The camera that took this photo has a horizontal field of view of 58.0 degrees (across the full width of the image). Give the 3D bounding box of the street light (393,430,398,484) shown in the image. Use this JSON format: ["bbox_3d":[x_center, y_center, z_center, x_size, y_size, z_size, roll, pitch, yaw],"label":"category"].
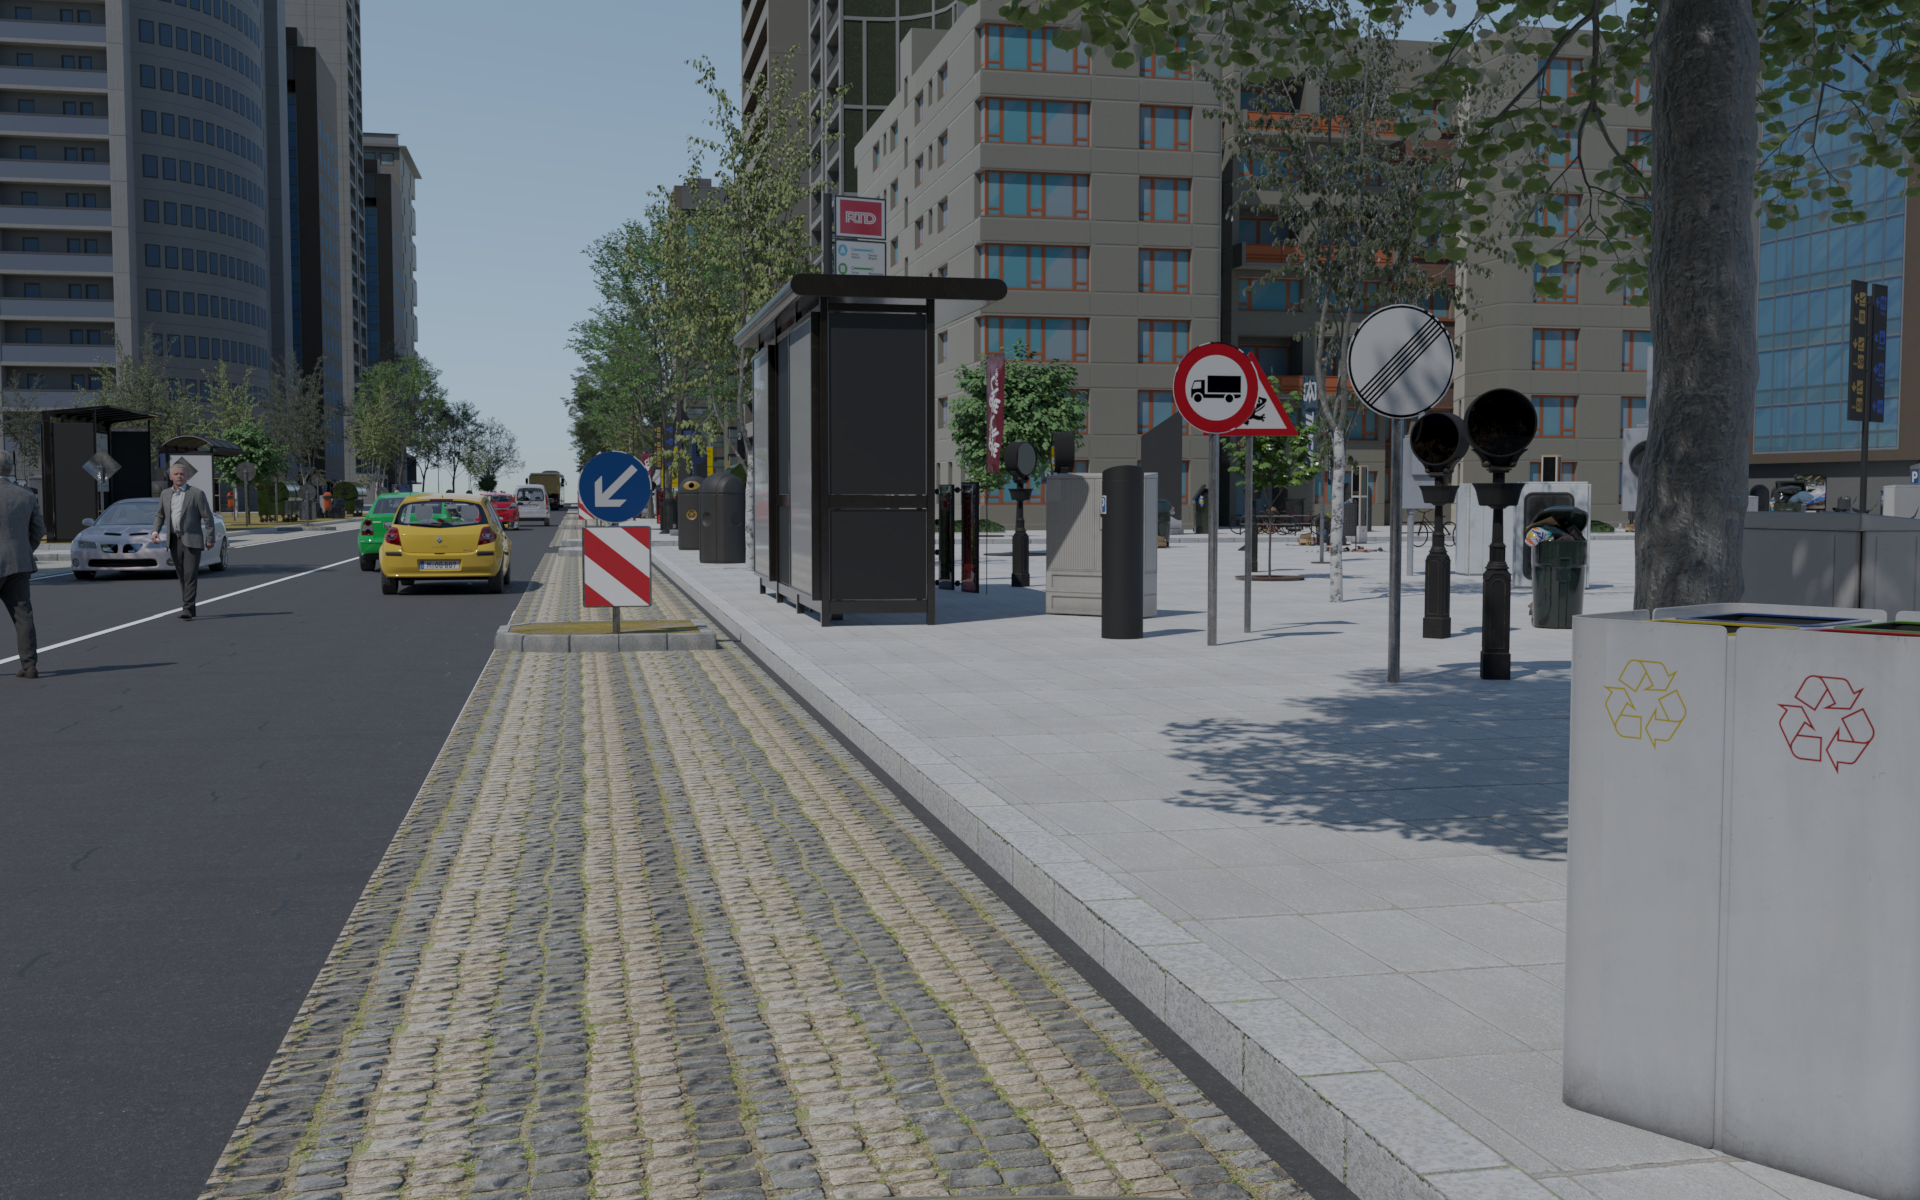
[{"bbox_3d":[-39.407,-9.063,120.972,0.468,5.910,1.993,-1,4,-12],"label":"street light"}]

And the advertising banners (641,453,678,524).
[{"bbox_3d":[-12.809,-4.785,74.421,2.074,3.025,0.090,1,4,23],"label":"advertising banners"}]

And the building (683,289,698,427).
[{"bbox_3d":[-30.055,-28.160,232.120,14.160,30.474,14.107,-1,4,-12],"label":"building"}]

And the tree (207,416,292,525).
[{"bbox_3d":[-29.838,-5.423,72.384,4.285,4.588,4.351,0,3,0],"label":"tree"}]

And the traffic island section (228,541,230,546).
[{"bbox_3d":[-20.722,-1.462,46.185,2.009,0.180,2.903,-1,4,-12],"label":"traffic island section"}]

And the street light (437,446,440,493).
[{"bbox_3d":[-47.641,-11.340,158.193,0.468,5.910,1.993,-1,4,-12],"label":"street light"}]

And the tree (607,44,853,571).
[{"bbox_3d":[-3.579,-4.798,28.815,4.737,8.622,4.395,0,3,0],"label":"tree"}]

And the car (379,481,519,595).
[{"bbox_3d":[-7.731,-0.979,26.228,2.015,1.641,3.980,-1,4,-12],"label":"car"}]

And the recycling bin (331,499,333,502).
[{"bbox_3d":[-39.805,-5.933,109.562,0.722,1.027,0.722,-1,4,-11],"label":"recycling bin"}]

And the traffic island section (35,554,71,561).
[{"bbox_3d":[-18.999,-0.985,38.387,2.009,0.180,2.903,-1,4,-12],"label":"traffic island section"}]

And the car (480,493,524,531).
[{"bbox_3d":[-18.570,-3.687,69.323,2.155,1.783,4.494,-1,4,-14],"label":"car"}]

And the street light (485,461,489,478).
[{"bbox_3d":[-65.460,-16.319,239.598,0.468,5.910,1.993,-1,4,-12],"label":"street light"}]

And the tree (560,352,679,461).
[{"bbox_3d":[-26.232,-13.975,135.148,9.857,13.997,8.962,0,3,0],"label":"tree"}]

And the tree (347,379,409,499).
[{"bbox_3d":[-37.424,-9.823,110.966,4.737,8.622,4.395,0,3,0],"label":"tree"}]

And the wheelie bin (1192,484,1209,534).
[{"bbox_3d":[7.846,-2.928,55.788,0.693,1.594,0.980,0,4,-1],"label":"wheelie bin"}]

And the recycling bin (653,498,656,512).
[{"bbox_3d":[-21.219,-6.695,122.016,0.722,1.027,0.722,1,4,12],"label":"recycling bin"}]

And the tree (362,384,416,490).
[{"bbox_3d":[-38.780,-10.151,116.326,4.360,8.622,3.978,0,3,0],"label":"tree"}]

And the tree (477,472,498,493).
[{"bbox_3d":[-69.605,-16.601,255.136,4.285,4.588,4.351,0,3,0],"label":"tree"}]

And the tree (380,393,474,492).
[{"bbox_3d":[-46.467,-13.155,149.492,8.767,10.594,7.601,-1,4,-23],"label":"tree"}]

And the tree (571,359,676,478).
[{"bbox_3d":[-22.430,-11.077,115.523,7.601,10.594,8.767,0,4,-3],"label":"tree"}]

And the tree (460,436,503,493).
[{"bbox_3d":[-57.984,-15.648,206.208,4.737,8.622,4.395,0,3,0],"label":"tree"}]

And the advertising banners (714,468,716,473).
[{"bbox_3d":[-16.047,-7.394,117.075,2.074,3.025,0.090,-2,4,-33],"label":"advertising banners"}]

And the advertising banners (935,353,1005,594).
[{"bbox_3d":[0.122,-1.612,22.536,0.090,3.025,2.074,-2,4,-25],"label":"advertising banners"}]

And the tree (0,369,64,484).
[{"bbox_3d":[-55.576,-9.355,103.321,4.360,8.622,3.978,0,3,0],"label":"tree"}]

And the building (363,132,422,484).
[{"bbox_3d":[-94.333,-40.636,253.642,28.713,52.752,27.495,-1,4,-12],"label":"building"}]

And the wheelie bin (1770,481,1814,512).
[{"bbox_3d":[19.431,-1.994,40.515,0.980,1.594,0.693,3,4,36],"label":"wheelie bin"}]

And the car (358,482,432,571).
[{"bbox_3d":[-10.558,-1.523,33.698,1.959,1.807,4.718,-1,4,-12],"label":"car"}]

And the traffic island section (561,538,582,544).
[{"bbox_3d":[-10.135,-1.604,48.512,2.009,0.180,2.903,-1,4,-12],"label":"traffic island section"}]

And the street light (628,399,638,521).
[{"bbox_3d":[-15.671,-6.751,83.168,0.468,5.910,1.993,-1,4,-12],"label":"street light"}]

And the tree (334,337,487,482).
[{"bbox_3d":[-44.111,-13.808,136.129,12.009,13.543,11.850,0,3,0],"label":"tree"}]

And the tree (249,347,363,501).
[{"bbox_3d":[-32.696,-8.303,86.118,4.360,8.622,3.978,0,3,0],"label":"tree"}]

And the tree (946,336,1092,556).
[{"bbox_3d":[1.177,-3.207,36.141,4.285,4.588,4.351,0,3,0],"label":"tree"}]

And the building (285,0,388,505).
[{"bbox_3d":[-83.029,-47.541,215.539,20.563,71.187,20.611,-1,4,-12],"label":"building"}]

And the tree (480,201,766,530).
[{"bbox_3d":[-10.415,-8.319,61.772,9.928,11.665,9.643,0,3,0],"label":"tree"}]

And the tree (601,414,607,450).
[{"bbox_3d":[-20.616,-9.648,108.107,4.737,8.622,4.395,0,3,0],"label":"tree"}]

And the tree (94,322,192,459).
[{"bbox_3d":[-35.384,-7.603,74.666,4.360,8.622,3.978,0,3,0],"label":"tree"}]

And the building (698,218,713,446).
[{"bbox_3d":[-19.694,-25.137,182.693,14.160,30.474,14.107,-1,4,-12],"label":"building"}]

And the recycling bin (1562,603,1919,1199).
[{"bbox_3d":[1.754,0.549,3.575,0.722,1.027,0.722,-3,5,-40],"label":"recycling bin"}]

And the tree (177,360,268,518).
[{"bbox_3d":[-39.429,-8.792,94.106,4.737,8.622,4.395,0,3,0],"label":"tree"}]

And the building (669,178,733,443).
[{"bbox_3d":[-33.746,-36.429,245.717,14.600,45.320,14.200,-1,4,-12],"label":"building"}]

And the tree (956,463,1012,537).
[{"bbox_3d":[0.854,-3.498,51.787,1.663,3.219,1.824,0,3,0],"label":"tree"}]

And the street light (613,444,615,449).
[{"bbox_3d":[-24.269,-9.094,121.467,0.468,5.910,1.993,-1,4,-12],"label":"street light"}]

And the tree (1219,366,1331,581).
[{"bbox_3d":[4.520,-1.905,25.745,1.663,3.219,1.824,0,3,0],"label":"tree"}]

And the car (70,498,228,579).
[{"bbox_3d":[-14.348,-1.131,30.858,2.083,1.381,4.827,-1,4,-12],"label":"car"}]

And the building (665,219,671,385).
[{"bbox_3d":[-34.229,-37.509,267.897,22.147,44.769,28.867,-1,4,-12],"label":"building"}]

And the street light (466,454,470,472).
[{"bbox_3d":[-57.218,-14.007,201.806,0.468,5.910,1.993,-1,4,-12],"label":"street light"}]

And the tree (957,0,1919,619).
[{"bbox_3d":[2.154,-5.317,5.064,7.486,12.596,7.792,0,3,0],"label":"tree"}]

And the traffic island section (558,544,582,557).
[{"bbox_3d":[-8.411,-1.127,40.714,2.009,0.180,2.903,-1,4,-12],"label":"traffic island section"}]

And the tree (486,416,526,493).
[{"bbox_3d":[-73.104,-21.972,269.607,12.009,13.543,11.850,0,3,0],"label":"tree"}]

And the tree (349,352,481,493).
[{"bbox_3d":[-40.691,-12.259,126.187,9.928,11.665,9.643,0,3,0],"label":"tree"}]

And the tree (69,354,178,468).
[{"bbox_3d":[-43.985,-8.566,90.417,4.737,8.622,4.395,0,3,0],"label":"tree"}]

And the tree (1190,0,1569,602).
[{"bbox_3d":[4.702,-4.282,20.367,4.360,8.622,3.978,0,3,0],"label":"tree"}]

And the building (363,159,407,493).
[{"bbox_3d":[-83.078,-35.736,234.398,14.600,45.320,14.200,-1,4,-12],"label":"building"}]
